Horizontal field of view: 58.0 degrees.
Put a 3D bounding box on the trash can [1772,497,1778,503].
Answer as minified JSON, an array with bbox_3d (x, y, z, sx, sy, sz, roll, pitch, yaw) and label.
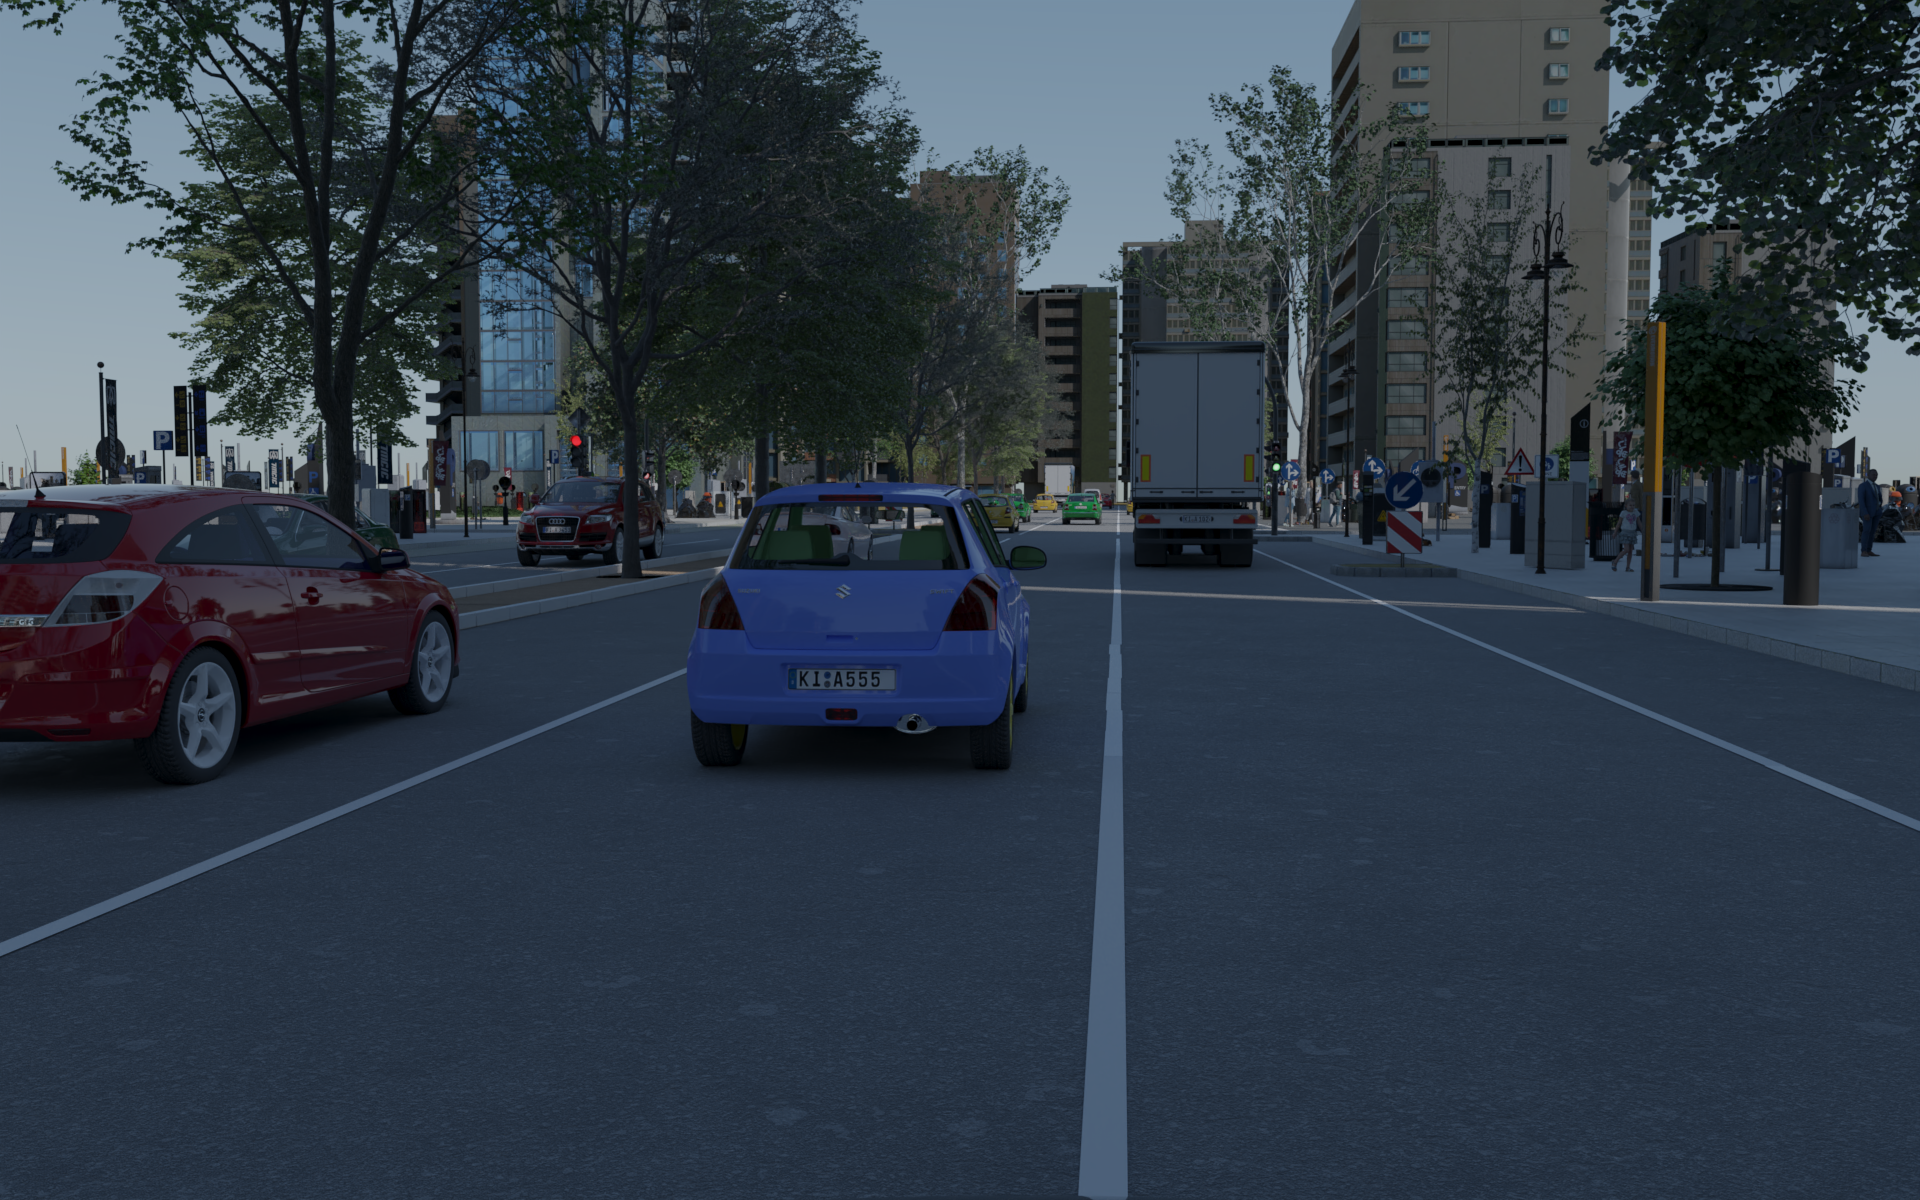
[{"bbox_3d":[44.402,-5.055,94.297,0.748,1.137,0.748,0,3,0],"label":"trash can"}]

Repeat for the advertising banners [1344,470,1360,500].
[{"bbox_3d":[28.227,-7.974,126.568,2.074,3.025,0.090,-1,4,-10],"label":"advertising banners"}]

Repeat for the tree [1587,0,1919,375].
[{"bbox_3d":[9.114,-6.493,12.823,9.857,13.997,8.962,0,3,0],"label":"tree"}]

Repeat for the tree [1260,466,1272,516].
[{"bbox_3d":[17.414,-6.544,101.597,1.663,3.219,1.824,0,3,0],"label":"tree"}]

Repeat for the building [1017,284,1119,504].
[{"bbox_3d":[15.056,-28.749,241.743,14.107,30.474,14.160,0,4,5],"label":"building"}]

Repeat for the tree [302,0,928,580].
[{"bbox_3d":[-5.545,-7.093,28.803,12.009,13.543,11.850,0,3,0],"label":"tree"}]

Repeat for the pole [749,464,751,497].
[{"bbox_3d":[-13.616,-7.251,112.399,0.158,3.312,0.155,0,3,0],"label":"pole"}]

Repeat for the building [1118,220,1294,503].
[{"bbox_3d":[34.834,-34.044,248.492,23.993,40.220,32.217,0,4,5],"label":"building"}]

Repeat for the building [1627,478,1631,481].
[{"bbox_3d":[82.264,-35.770,234.952,14.200,45.320,14.600,0,4,5],"label":"building"}]

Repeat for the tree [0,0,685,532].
[{"bbox_3d":[-6.195,-5.436,17.098,9.928,11.665,9.643,0,3,0],"label":"tree"}]

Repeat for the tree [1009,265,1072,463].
[{"bbox_3d":[-1.904,-9.429,66.986,12.009,13.543,11.850,0,3,0],"label":"tree"}]

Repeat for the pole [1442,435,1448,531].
[{"bbox_3d":[16.821,-4.050,60.055,0.158,3.312,0.155,0,3,0],"label":"pole"}]

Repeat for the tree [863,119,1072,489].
[{"bbox_3d":[-1.073,-14.035,87.821,12.611,20.169,13.585,0,3,0],"label":"tree"}]

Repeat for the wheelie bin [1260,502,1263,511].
[{"bbox_3d":[23.177,-7.752,134.657,0.980,1.594,0.693,0,4,1],"label":"wheelie bin"}]

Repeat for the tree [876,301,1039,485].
[{"bbox_3d":[-0.570,-8.622,77.839,8.767,10.594,7.601,0,4,5],"label":"tree"}]

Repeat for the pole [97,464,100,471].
[{"bbox_3d":[-45.741,-6.004,92.007,0.158,3.312,0.155,0,3,0],"label":"pole"}]

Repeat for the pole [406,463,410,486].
[{"bbox_3d":[-36.285,-7.343,113.895,0.158,3.312,0.155,0,3,0],"label":"pole"}]

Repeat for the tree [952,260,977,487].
[{"bbox_3d":[-3.798,-7.701,46.496,7.486,12.596,7.792,0,3,0],"label":"tree"}]

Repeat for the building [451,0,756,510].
[{"bbox_3d":[-30.653,-51.480,154.377,22.319,86.520,31.000,0,4,5],"label":"building"}]

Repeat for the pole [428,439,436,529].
[{"bbox_3d":[-19.595,-4.308,64.278,0.158,3.312,0.155,0,3,0],"label":"pole"}]

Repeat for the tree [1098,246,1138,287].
[{"bbox_3d":[14.225,-14.520,93.292,12.611,20.169,13.585,0,3,0],"label":"tree"}]

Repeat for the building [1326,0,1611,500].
[{"bbox_3d":[46.236,-32.823,160.360,21.300,48.544,21.600,0,4,5],"label":"building"}]

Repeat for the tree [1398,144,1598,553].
[{"bbox_3d":[11.417,-5.339,37.651,4.360,8.622,3.978,0,3,0],"label":"tree"}]

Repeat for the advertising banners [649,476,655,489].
[{"bbox_3d":[-19.712,-6.774,106.941,0.090,3.025,2.074,2,4,33],"label":"advertising banners"}]

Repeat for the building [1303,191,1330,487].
[{"bbox_3d":[61.130,-35.821,240.301,28.867,44.769,22.147,0,4,5],"label":"building"}]

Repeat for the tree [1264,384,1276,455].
[{"bbox_3d":[20.291,-12.896,128.983,7.486,12.596,7.792,0,3,0],"label":"tree"}]

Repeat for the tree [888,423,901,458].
[{"bbox_3d":[-7.735,-12.443,129.191,9.928,11.665,9.643,0,3,0],"label":"tree"}]

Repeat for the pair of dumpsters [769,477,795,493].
[{"bbox_3d":[-10.369,-5.922,99.323,1.574,2.255,4.437,0,4,5],"label":"pair of dumpsters"}]

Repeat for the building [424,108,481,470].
[{"bbox_3d":[-51.444,-33.459,197.165,14.200,45.320,14.600,0,4,5],"label":"building"}]

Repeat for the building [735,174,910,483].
[{"bbox_3d":[-20.282,-36.294,248.024,28.867,44.769,22.147,0,4,5],"label":"building"}]

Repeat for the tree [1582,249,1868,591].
[{"bbox_3d":[10.212,-2.431,23.467,4.285,4.588,4.351,0,3,0],"label":"tree"}]

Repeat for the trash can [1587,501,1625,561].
[{"bbox_3d":[12.370,-1.314,33.142,0.748,1.137,0.748,0,3,0],"label":"trash can"}]

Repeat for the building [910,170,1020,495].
[{"bbox_3d":[0.931,-36.216,242.243,14.200,45.320,14.600,0,4,5],"label":"building"}]

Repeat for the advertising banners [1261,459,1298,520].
[{"bbox_3d":[15.953,-5.502,86.151,2.074,3.025,0.090,-1,4,-14],"label":"advertising banners"}]

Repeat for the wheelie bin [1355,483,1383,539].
[{"bbox_3d":[11.813,-2.566,49.869,0.980,1.594,0.693,-1,4,-21],"label":"wheelie bin"}]

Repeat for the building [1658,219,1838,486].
[{"bbox_3d":[83.921,-25.328,185.821,14.107,30.474,14.160,0,4,5],"label":"building"}]

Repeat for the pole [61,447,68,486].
[{"bbox_3d":[-38.833,-4.972,75.137,0.158,3.312,0.155,0,3,0],"label":"pole"}]

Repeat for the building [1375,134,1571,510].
[{"bbox_3d":[41.527,-22.736,143.427,14.160,30.474,14.107,0,4,5],"label":"building"}]

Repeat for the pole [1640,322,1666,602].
[{"bbox_3d":[8.276,-1.641,20.679,0.158,3.312,0.155,0,3,0],"label":"pole"}]

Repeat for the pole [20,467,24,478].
[{"bbox_3d":[-71.435,-8.447,131.957,0.158,3.312,0.155,0,3,0],"label":"pole"}]

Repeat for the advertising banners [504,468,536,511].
[{"bbox_3d":[-28.786,-7.164,113.324,2.074,3.025,0.090,-1,4,-15],"label":"advertising banners"}]

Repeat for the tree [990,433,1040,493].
[{"bbox_3d":[3.949,-10.798,129.372,4.360,8.622,3.978,0,3,0],"label":"tree"}]

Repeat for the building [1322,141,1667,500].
[{"bbox_3d":[54.668,-30.019,182.692,32.217,40.220,23.993,0,4,5],"label":"building"}]

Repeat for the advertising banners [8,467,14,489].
[{"bbox_3d":[-59.631,-6.940,109.657,2.074,3.025,0.090,2,4,32],"label":"advertising banners"}]

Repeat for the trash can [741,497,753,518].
[{"bbox_3d":[-11.413,-4.964,92.820,0.748,1.137,0.748,0,3,0],"label":"trash can"}]

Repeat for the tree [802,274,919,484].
[{"bbox_3d":[-3.267,-6.103,52.605,4.360,8.622,3.978,0,3,0],"label":"tree"}]

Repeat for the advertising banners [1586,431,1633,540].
[{"bbox_3d":[17.671,-3.191,48.355,2.074,3.025,0.090,1,4,12],"label":"advertising banners"}]

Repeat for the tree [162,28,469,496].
[{"bbox_3d":[-15.706,-7.610,42.547,7.486,12.596,7.792,0,3,0],"label":"tree"}]

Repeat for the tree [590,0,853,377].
[{"bbox_3d":[-4.469,-7.218,38.604,7.486,12.596,7.792,0,3,0],"label":"tree"}]

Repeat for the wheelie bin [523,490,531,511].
[{"bbox_3d":[-32.961,-7.582,131.875,0.693,1.594,0.980,2,4,30],"label":"wheelie bin"}]

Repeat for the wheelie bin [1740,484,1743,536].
[{"bbox_3d":[23.630,-2.744,52.765,0.980,1.594,0.693,0,4,-4],"label":"wheelie bin"}]

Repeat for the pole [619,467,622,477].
[{"bbox_3d":[-21.710,-7.164,110.969,0.158,3.312,0.155,0,3,0],"label":"pole"}]

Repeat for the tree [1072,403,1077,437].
[{"bbox_3d":[0.926,-11.465,100.280,12.009,13.543,11.850,0,3,0],"label":"tree"}]

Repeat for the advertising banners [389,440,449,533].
[{"bbox_3d":[-17.701,-3.689,56.496,2.074,3.025,0.090,0,4,-7],"label":"advertising banners"}]

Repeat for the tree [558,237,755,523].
[{"bbox_3d":[-13.093,-9.741,76.273,9.611,12.733,9.660,0,3,0],"label":"tree"}]

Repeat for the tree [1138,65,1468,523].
[{"bbox_3d":[15.375,-13.397,74.925,12.611,20.169,13.585,0,3,0],"label":"tree"}]

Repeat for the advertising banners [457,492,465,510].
[{"bbox_3d":[-32.207,-6.962,110.010,0.090,3.025,2.074,3,4,37],"label":"advertising banners"}]

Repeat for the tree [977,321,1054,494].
[{"bbox_3d":[2.221,-11.589,110.061,7.486,12.596,7.792,0,3,0],"label":"tree"}]
